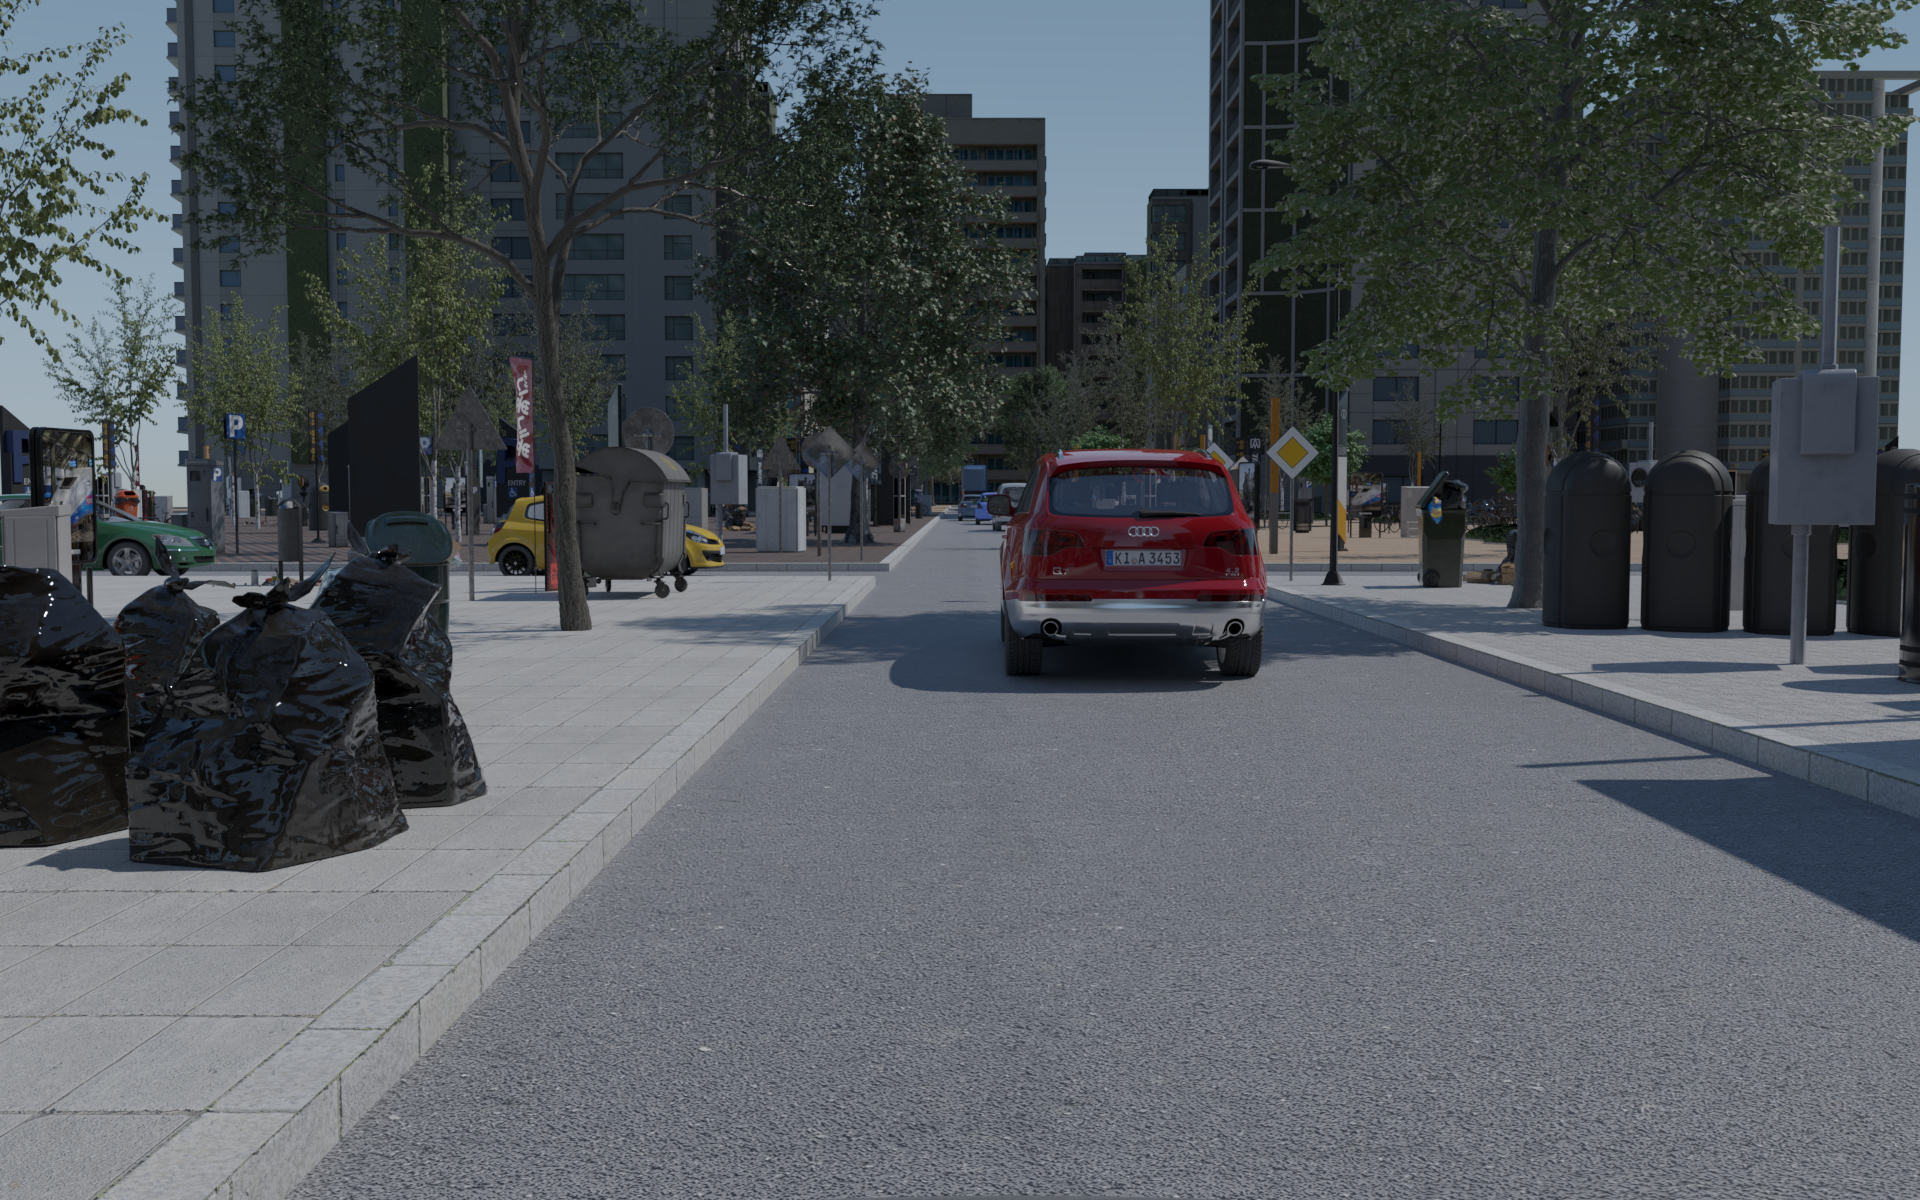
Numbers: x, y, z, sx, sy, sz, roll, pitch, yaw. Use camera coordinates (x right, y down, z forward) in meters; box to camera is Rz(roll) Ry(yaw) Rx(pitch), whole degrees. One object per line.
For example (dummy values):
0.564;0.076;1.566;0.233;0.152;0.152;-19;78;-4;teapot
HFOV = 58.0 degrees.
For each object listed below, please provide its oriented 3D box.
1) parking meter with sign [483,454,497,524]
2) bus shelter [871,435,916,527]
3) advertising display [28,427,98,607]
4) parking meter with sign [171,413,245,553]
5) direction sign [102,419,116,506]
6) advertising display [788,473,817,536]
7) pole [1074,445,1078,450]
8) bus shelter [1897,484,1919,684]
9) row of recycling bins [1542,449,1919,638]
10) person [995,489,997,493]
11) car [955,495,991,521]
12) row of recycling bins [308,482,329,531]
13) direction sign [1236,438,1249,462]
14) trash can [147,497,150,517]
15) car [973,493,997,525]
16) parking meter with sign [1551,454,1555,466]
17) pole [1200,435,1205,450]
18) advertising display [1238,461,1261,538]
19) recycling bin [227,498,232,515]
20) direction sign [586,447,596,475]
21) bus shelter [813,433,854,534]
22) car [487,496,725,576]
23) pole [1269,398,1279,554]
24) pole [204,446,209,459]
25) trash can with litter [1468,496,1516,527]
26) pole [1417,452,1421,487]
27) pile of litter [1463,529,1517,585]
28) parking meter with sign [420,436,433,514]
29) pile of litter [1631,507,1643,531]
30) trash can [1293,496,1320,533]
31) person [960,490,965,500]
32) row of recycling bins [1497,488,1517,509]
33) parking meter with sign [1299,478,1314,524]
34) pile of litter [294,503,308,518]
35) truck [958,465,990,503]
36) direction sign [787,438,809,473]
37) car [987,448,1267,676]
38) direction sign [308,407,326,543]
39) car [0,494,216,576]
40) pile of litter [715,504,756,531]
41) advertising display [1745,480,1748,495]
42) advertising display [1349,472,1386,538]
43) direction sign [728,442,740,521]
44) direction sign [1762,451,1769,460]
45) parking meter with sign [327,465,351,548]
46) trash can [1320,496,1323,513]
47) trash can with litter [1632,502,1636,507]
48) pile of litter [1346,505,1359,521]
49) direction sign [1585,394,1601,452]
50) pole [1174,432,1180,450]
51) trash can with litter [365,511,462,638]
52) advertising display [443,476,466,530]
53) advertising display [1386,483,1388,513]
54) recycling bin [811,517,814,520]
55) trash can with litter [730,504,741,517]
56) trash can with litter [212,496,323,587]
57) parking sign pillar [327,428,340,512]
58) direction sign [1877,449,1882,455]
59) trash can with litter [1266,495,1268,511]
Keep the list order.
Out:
-20.088;-4.802;74.767;0.543;3.016;1.738;-3;5;-41;parking meter with sign
-2.634;-4.864;70.806;1.731;3.624;6.357;0;4;0;bus shelter
-8.793;-0.722;17.018;0.123;1.923;0.974;0;4;2;advertising display
-16.459;-2.540;37.784;1.738;3.016;0.543;1;4;20;parking meter with sign
-26.051;-3.734;53.056;0.379;3.537;0.876;0;4;-5;direction sign
-4.781;-2.907;52.739;0.974;1.923;0.123;2;4;24;advertising display
4.786;-4.744;71.405;0.158;3.312;0.155;0;3;0;pole
6.608;-1.839;7.693;2.179;5.291;8.768;0;4;0;bus shelter
7.323;-0.557;16.226;3.534;1.692;1.069;1;4;20;row of recycling bins
2.395;-6.896;121.697;0.683;1.767;0.568;-2;4;-28;person
0.761;-4.954;92.995;2.014;1.417;4.499;0;4;0;car
-21.214;-3.315;61.313;3.534;1.692;1.069;-1;4;-15;row of recycling bins
11.480;-4.736;69.431;0.876;3.537;0.379;1;4;18;direction sign
-38.780;-4.327;82.406;0.748;1.137;0.748;0;3;0;trash can
1.561;-4.400;81.524;1.945;1.707;3.694;0;3;0;car
25.591;-4.744;73.822;0.543;3.016;1.738;1;4;11;parking meter with sign
8.396;-4.048;60.035;0.158;3.312;0.155;0;3;0;pole
5.755;-1.792;34.514;0.123;1.923;0.974;-1;4;-11;advertising display
-44.449;-5.730;106.236;0.722;1.027;0.722;1;4;17;recycling bin
-17.759;-5.585;83.307;0.379;3.537;0.876;-3;5;-41;direction sign
-3.995;-3.965;58.759;2.014;3.302;5.546;0;3;0;bus shelter
-6.054;-1.197;29.796;3.980;1.641;2.015;0;4;1;car
6.702;-2.635;36.933;0.158;3.312;0.155;0;3;0;pole
-31.839;-4.857;73.263;0.158;3.312;0.155;0;3;0;pole
20.783;-3.409;66.797;2.233;1.210;1.678;2;4;25;trash can with litter
22.221;-5.505;83.855;0.158;3.312;0.155;0;3;0;pole
7.846;-0.666;24.856;1.176;0.858;1.719;0;4;6;pile of litter
-16.548;-3.396;51.793;0.543;3.016;1.738;2;4;26;parking meter with sign
23.075;-2.801;59.767;1.719;0.858;1.176;0;4;6;pile of litter
11.291;-2.781;57.118;0.748;1.137;0.748;0;3;0;trash can
0.170;-7.703;134.993;0.434;1.755;0.990;1;4;16;person
32.233;-5.764;101.359;1.069;1.692;3.534;0;4;4;row of recycling bins
15.116;-4.847;75.508;0.543;3.016;1.738;0;4;-7;parking meter with sign
-33.610;-4.510;87.703;1.719;0.858;1.176;0;4;-2;pile of litter
1.226;-10.098;154.866;2.967;4.110;18.799;0;4;1;truck
-6.517;-4.753;69.708;0.876;3.537;0.379;0;4;-1;direction sign
1.376;-0.399;15.194;2.281;1.827;5.304;0;4;1;car
-16.992;-3.288;45.759;0.379;3.537;0.876;0;4;3;direction sign
-15.133;-1.067;29.245;4.920;1.459;2.131;0;4;-1;car
-7.676;-2.842;60.428;1.719;0.858;1.176;1;4;17;pile of litter
36.807;-4.574;79.996;0.974;1.923;0.123;2;4;30;advertising display
11.932;-2.796;50.930;0.974;1.923;0.123;2;4;23;advertising display
-9.886;-5.128;75.846;0.379;3.537;0.876;-3;5;-40;direction sign
42.203;-6.007;90.207;0.876;3.537;0.379;1;4;19;direction sign
-14.442;-2.797;41.999;0.543;3.016;1.738;3;5;42;parking meter with sign
21.708;-5.738;105.471;0.748;1.137;0.748;0;3;0;trash can
42.036;-5.926;108.277;0.624;1.170;1.055;2;4;27;trash can with litter
19.014;-4.309;84.425;1.176;0.858;1.719;1;4;13;pile of litter
14.440;-2.910;39.582;0.379;3.537;0.876;0;4;1;direction sign
7.154;-3.875;57.202;0.158;3.312;0.155;0;3;0;pole
-3.371;0.033;10.848;0.624;1.170;1.055;-2;4;-24;trash can with litter
-18.131;-3.495;62.361;0.974;1.923;0.123;-3;5;-43;advertising display
24.168;-5.745;99.152;0.123;1.923;0.974;-1;4;-19;advertising display
-6.914;-4.454;85.377;0.722;1.027;0.722;2;4;34;recycling bin
-11.969;-4.972;92.671;0.624;1.170;1.055;1;4;14;trash can with litter
-9.183;-0.797;24.082;2.233;1.210;1.678;3;4;36;trash can with litter
-18.536;-3.931;52.742;1.447;3.967;1.447;-1;4;-15;parking sign pillar
45.998;-5.806;86.932;0.379;3.537;0.876;0;4;3;direction sign
16.699;-5.128;94.892;1.678;1.210;2.233;0;4;4;trash can with litter
